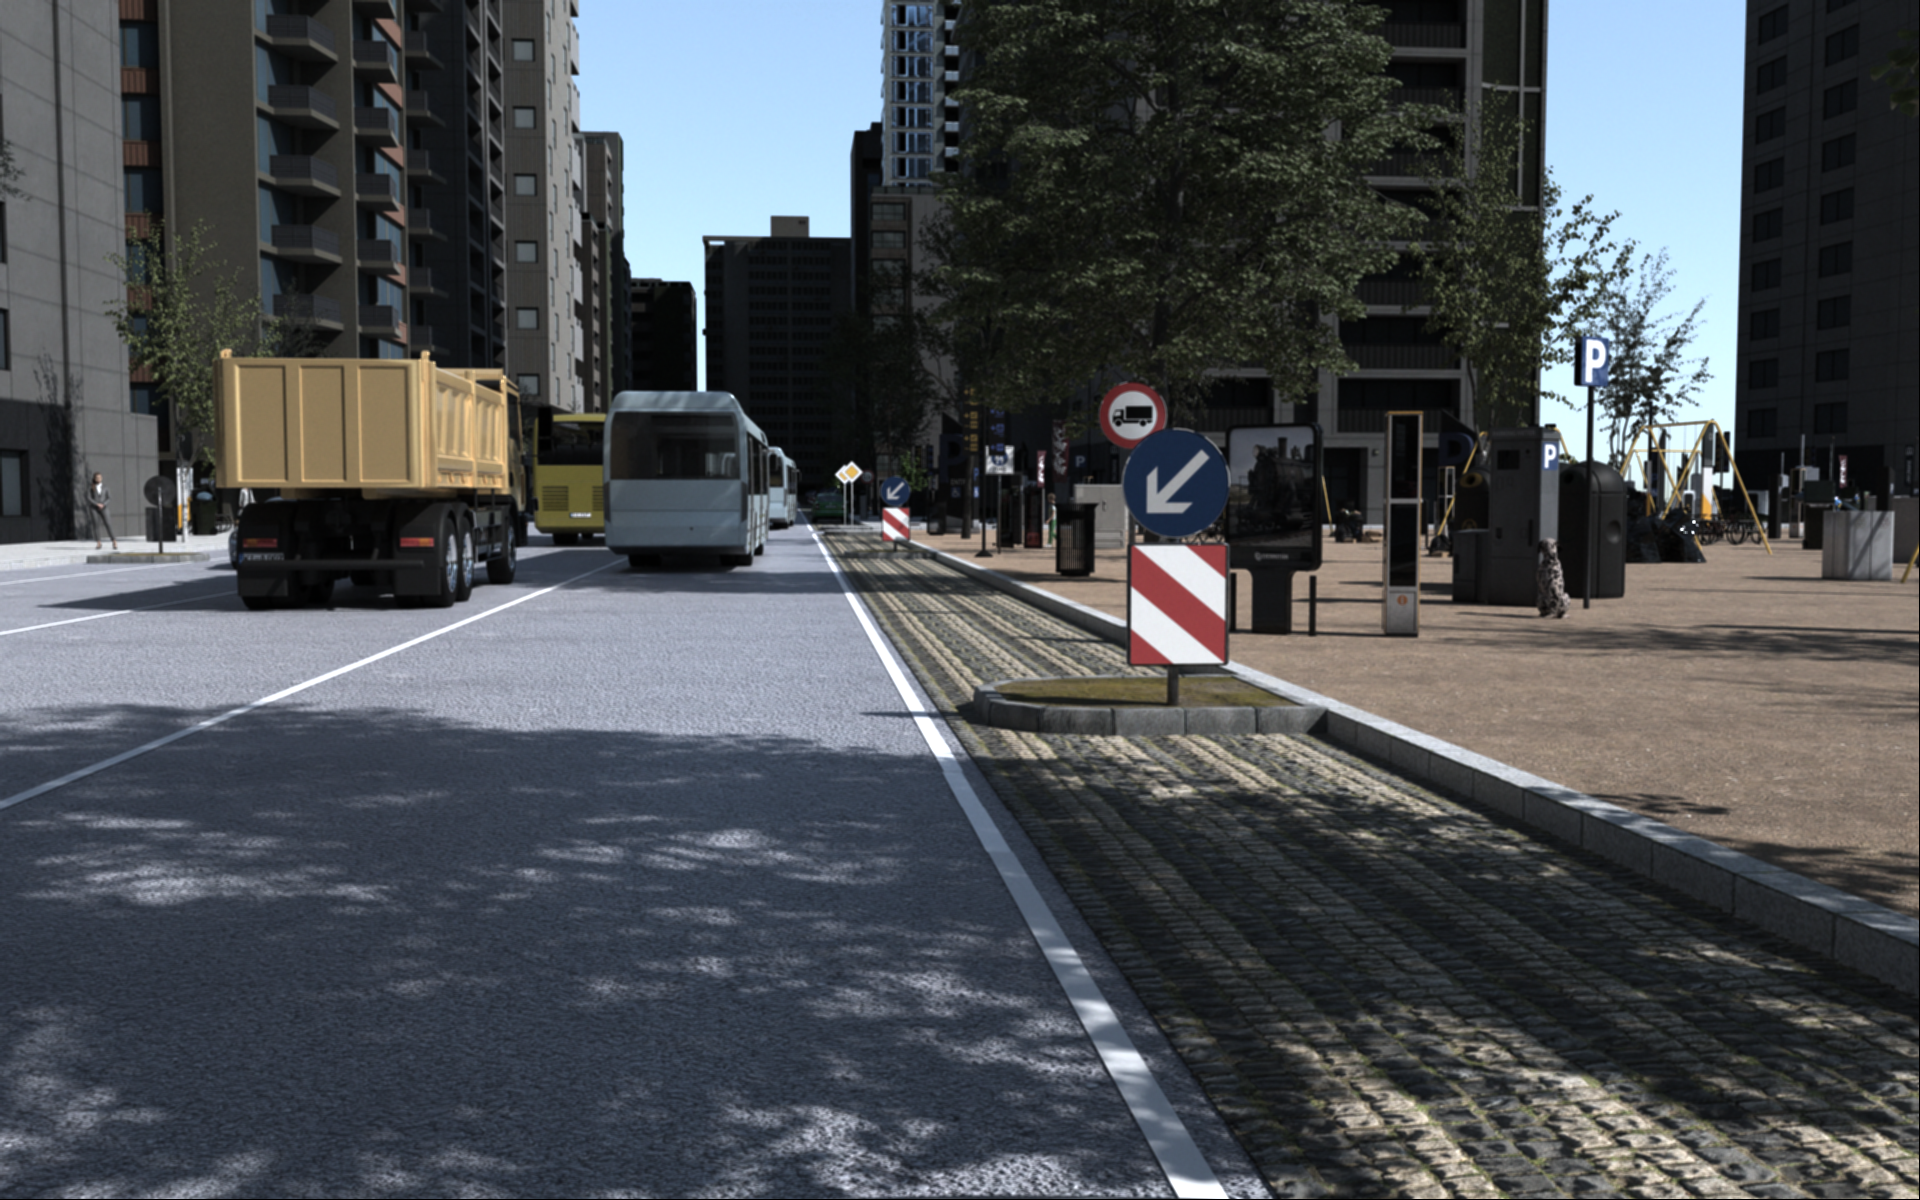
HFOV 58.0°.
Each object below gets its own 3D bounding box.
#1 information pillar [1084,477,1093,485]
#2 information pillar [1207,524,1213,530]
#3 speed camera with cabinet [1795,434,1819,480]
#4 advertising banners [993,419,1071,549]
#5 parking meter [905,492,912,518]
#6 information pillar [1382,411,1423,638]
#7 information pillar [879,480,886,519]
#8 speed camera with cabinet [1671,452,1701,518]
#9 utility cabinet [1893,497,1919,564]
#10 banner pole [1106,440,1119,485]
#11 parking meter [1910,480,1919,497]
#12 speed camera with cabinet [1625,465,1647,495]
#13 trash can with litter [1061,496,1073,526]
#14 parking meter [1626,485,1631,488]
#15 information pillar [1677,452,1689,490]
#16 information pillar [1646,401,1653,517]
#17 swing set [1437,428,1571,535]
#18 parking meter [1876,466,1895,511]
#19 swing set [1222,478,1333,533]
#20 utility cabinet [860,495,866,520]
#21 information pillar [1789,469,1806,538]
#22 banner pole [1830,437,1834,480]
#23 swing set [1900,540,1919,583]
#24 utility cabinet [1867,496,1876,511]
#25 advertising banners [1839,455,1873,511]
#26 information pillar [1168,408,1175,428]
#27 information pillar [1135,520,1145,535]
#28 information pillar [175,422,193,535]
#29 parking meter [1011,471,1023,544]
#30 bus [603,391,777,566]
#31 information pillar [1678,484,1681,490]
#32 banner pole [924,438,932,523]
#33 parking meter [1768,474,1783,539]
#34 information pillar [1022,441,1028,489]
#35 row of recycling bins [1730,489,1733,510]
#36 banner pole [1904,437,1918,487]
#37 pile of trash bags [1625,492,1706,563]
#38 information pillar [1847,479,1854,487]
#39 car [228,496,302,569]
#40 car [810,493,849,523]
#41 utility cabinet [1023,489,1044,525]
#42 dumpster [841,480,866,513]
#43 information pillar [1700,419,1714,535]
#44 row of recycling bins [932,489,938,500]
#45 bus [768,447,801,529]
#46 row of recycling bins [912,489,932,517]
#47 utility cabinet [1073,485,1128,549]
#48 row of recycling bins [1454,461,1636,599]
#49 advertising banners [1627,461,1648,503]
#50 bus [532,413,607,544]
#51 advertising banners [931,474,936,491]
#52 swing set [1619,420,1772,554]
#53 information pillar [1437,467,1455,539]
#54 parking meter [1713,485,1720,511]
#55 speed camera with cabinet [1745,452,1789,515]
[{"bbox_3d":[5.456,-4.232,73.679,0.304,2.012,0.304,3,5,40],"label":"information pillar"},{"bbox_3d":[8.081,-3.186,56.577,0.304,2.012,0.304,-1,4,-8],"label":"information pillar"},{"bbox_3d":[28.046,-3.822,56.829,0.660,3.252,2.038,0,4,6],"label":"speed camera with cabinet"},{"bbox_3d":[1.705,-2.732,40.848,2.074,3.025,0.090,2,4,30],"label":"advertising banners"},{"bbox_3d":[-2.789,-5.397,93.952,0.255,1.863,0.399,-2,4,-31],"label":"parking meter"},{"bbox_3d":[3.969,-0.677,15.558,0.304,2.012,0.304,1,4,9],"label":"information pillar"},{"bbox_3d":[-3.970,-5.189,89.339,0.304,2.012,0.304,-2,4,-33],"label":"information pillar"},{"bbox_3d":[32.820,-5.102,77.759,2.038,3.252,0.660,-2,4,-33],"label":"speed camera with cabinet"},{"bbox_3d":[17.770,-1.273,31.979,0.306,1.237,1.020,-3,5,-40],"label":"utility cabinet"},{"bbox_3d":[6.476,-5.142,74.092,0.863,3.779,0.401,-2,4,-28],"label":"banner pole"},{"bbox_3d":[39.658,-4.048,71.889,0.399,1.863,0.255,1,4,12],"label":"parking meter"},{"bbox_3d":[45.773,-7.470,116.471,2.038,3.252,0.660,2,4,24],"label":"speed camera with cabinet"},{"bbox_3d":[4.924,-3.664,70.966,1.678,1.210,2.233,3,5,42],"label":"trash can with litter"},{"bbox_3d":[44.263,-6.671,114.779,0.255,1.863,0.399,-1,4,-16],"label":"parking meter"},{"bbox_3d":[40.800,-6.495,97.541,0.504,3.616,0.183,-2,4,-28],"label":"information pillar"},{"bbox_3d":[17.238,-3.178,43.314,0.183,3.616,0.504,1,4,21],"label":"information pillar"},{"bbox_3d":[13.569,-2.740,42.412,2.862,2.851,3.119,-1,4,-18],"label":"swing set"},{"bbox_3d":[19.616,-1.897,36.732,0.255,1.863,0.399,3,5,44],"label":"parking meter"},{"bbox_3d":[10.440,-3.681,57.809,3.119,2.851,2.862,-1,4,-11],"label":"swing set"},{"bbox_3d":[-4.886,-4.650,87.182,0.306,1.237,1.020,0,4,-6],"label":"utility cabinet"},{"bbox_3d":[24.282,-2.796,50.213,0.304,2.012,0.304,-3,4,-36],"label":"information pillar"},{"bbox_3d":[38.032,-5.236,75.630,0.401,3.779,0.863,1,4,20],"label":"banner pole"},{"bbox_3d":[15.236,-1.592,23.647,2.862,2.851,3.119,-1,4,-9],"label":"swing set"},{"bbox_3d":[29.369,-2.687,55.101,0.306,1.237,1.020,-1,4,-18],"label":"utility cabinet"},{"bbox_3d":[40.311,-5.005,78.018,2.074,3.025,0.090,-1,4,-21],"label":"advertising banners"},{"bbox_3d":[5.765,-3.424,47.342,0.183,3.616,0.504,-1,4,-11],"label":"information pillar"},{"bbox_3d":[5.605,-3.836,54.076,0.504,3.616,0.183,-2,4,-34],"label":"information pillar"},{"bbox_3d":[-24.589,-3.886,54.898,0.504,3.616,0.183,-3,4,-38],"label":"information pillar"},{"bbox_3d":[1.446,-2.358,44.259,0.255,1.863,0.399,1,4,13],"label":"parking meter"},{"bbox_3d":[-5.604,-2.613,37.589,2.948,3.499,13.247,0,4,-4],"label":"bus"},{"bbox_3d":[47.680,-6.746,114.792,0.304,2.012,0.304,3,5,45],"label":"information pillar"},{"bbox_3d":[-1.426,-5.399,78.288,0.401,3.779,0.863,0,4,0],"label":"banner pole"},{"bbox_3d":[23.337,-2.683,49.580,0.255,1.863,0.399,3,5,43],"label":"parking meter"},{"bbox_3d":[2.872,-5.227,76.815,0.183,3.616,0.504,2,4,26],"label":"information pillar"},{"bbox_3d":[47.011,-5.923,103.956,1.069,1.692,3.534,1,4,11],"label":"row of recycling bins"},{"bbox_3d":[42.227,-5.312,76.870,0.401,3.779,0.863,-1,4,-15],"label":"banner pole"},{"bbox_3d":[12.981,-1.460,33.629,1.912,1.369,3.447,0,4,-1],"label":"pile of trash bags"},{"bbox_3d":[44.825,-5.061,87.247,0.304,2.012,0.304,2,4,25],"label":"information pillar"},{"bbox_3d":[-13.160,-1.383,34.615,2.014,1.417,4.499,0,4,-6],"label":"car"},{"bbox_3d":[-6.486,-4.734,86.189,1.959,1.807,4.718,0,4,-6],"label":"car"},{"bbox_3d":[2.801,-3.740,69.822,1.173,1.500,0.318,0,4,-1],"label":"utility cabinet"},{"bbox_3d":[-7.485,-7.191,120.064,1.502,2.255,1.985,0,4,-6],"label":"dumpster"},{"bbox_3d":[23.242,-3.824,53.883,0.504,3.616,0.183,-2,4,-33],"label":"information pillar"},{"bbox_3d":[-1.169,-7.855,135.548,3.534,1.692,1.069,0,4,4],"label":"row of recycling bins"},{"bbox_3d":[-8.464,-4.854,74.223,2.948,3.499,13.247,0,4,-4],"label":"bus"},{"bbox_3d":[-2.497,-5.707,100.415,1.069,1.692,3.534,0,4,-8],"label":"row of recycling bins"},{"bbox_3d":[3.238,-1.930,40.238,1.173,1.500,0.318,0,4,-7],"label":"utility cabinet"},{"bbox_3d":[7.622,-0.965,22.894,1.069,1.692,3.534,-1,4,-10],"label":"row of recycling bins"},{"bbox_3d":[35.914,-5.846,91.770,0.090,3.025,2.074,-1,4,-12],"label":"advertising banners"},{"bbox_3d":[-10.674,-3.717,52.324,2.896,3.916,12.252,0,4,-5],"label":"bus"},{"bbox_3d":[-2.855,-8.968,142.811,2.074,3.025,0.090,-2,4,-27],"label":"advertising banners"},{"bbox_3d":[15.793,-2.474,38.063,2.862,2.851,3.119,0,4,-6],"label":"swing set"},{"bbox_3d":[13.054,-2.571,46.535,0.304,2.012,0.304,-2,4,-28],"label":"information pillar"},{"bbox_3d":[48.211,-6.401,110.364,0.255,1.863,0.399,-3,5,-41],"label":"parking meter"},{"bbox_3d":[38.652,-5.422,82.981,0.660,3.252,2.038,-2,4,-23],"label":"speed camera with cabinet"}]
